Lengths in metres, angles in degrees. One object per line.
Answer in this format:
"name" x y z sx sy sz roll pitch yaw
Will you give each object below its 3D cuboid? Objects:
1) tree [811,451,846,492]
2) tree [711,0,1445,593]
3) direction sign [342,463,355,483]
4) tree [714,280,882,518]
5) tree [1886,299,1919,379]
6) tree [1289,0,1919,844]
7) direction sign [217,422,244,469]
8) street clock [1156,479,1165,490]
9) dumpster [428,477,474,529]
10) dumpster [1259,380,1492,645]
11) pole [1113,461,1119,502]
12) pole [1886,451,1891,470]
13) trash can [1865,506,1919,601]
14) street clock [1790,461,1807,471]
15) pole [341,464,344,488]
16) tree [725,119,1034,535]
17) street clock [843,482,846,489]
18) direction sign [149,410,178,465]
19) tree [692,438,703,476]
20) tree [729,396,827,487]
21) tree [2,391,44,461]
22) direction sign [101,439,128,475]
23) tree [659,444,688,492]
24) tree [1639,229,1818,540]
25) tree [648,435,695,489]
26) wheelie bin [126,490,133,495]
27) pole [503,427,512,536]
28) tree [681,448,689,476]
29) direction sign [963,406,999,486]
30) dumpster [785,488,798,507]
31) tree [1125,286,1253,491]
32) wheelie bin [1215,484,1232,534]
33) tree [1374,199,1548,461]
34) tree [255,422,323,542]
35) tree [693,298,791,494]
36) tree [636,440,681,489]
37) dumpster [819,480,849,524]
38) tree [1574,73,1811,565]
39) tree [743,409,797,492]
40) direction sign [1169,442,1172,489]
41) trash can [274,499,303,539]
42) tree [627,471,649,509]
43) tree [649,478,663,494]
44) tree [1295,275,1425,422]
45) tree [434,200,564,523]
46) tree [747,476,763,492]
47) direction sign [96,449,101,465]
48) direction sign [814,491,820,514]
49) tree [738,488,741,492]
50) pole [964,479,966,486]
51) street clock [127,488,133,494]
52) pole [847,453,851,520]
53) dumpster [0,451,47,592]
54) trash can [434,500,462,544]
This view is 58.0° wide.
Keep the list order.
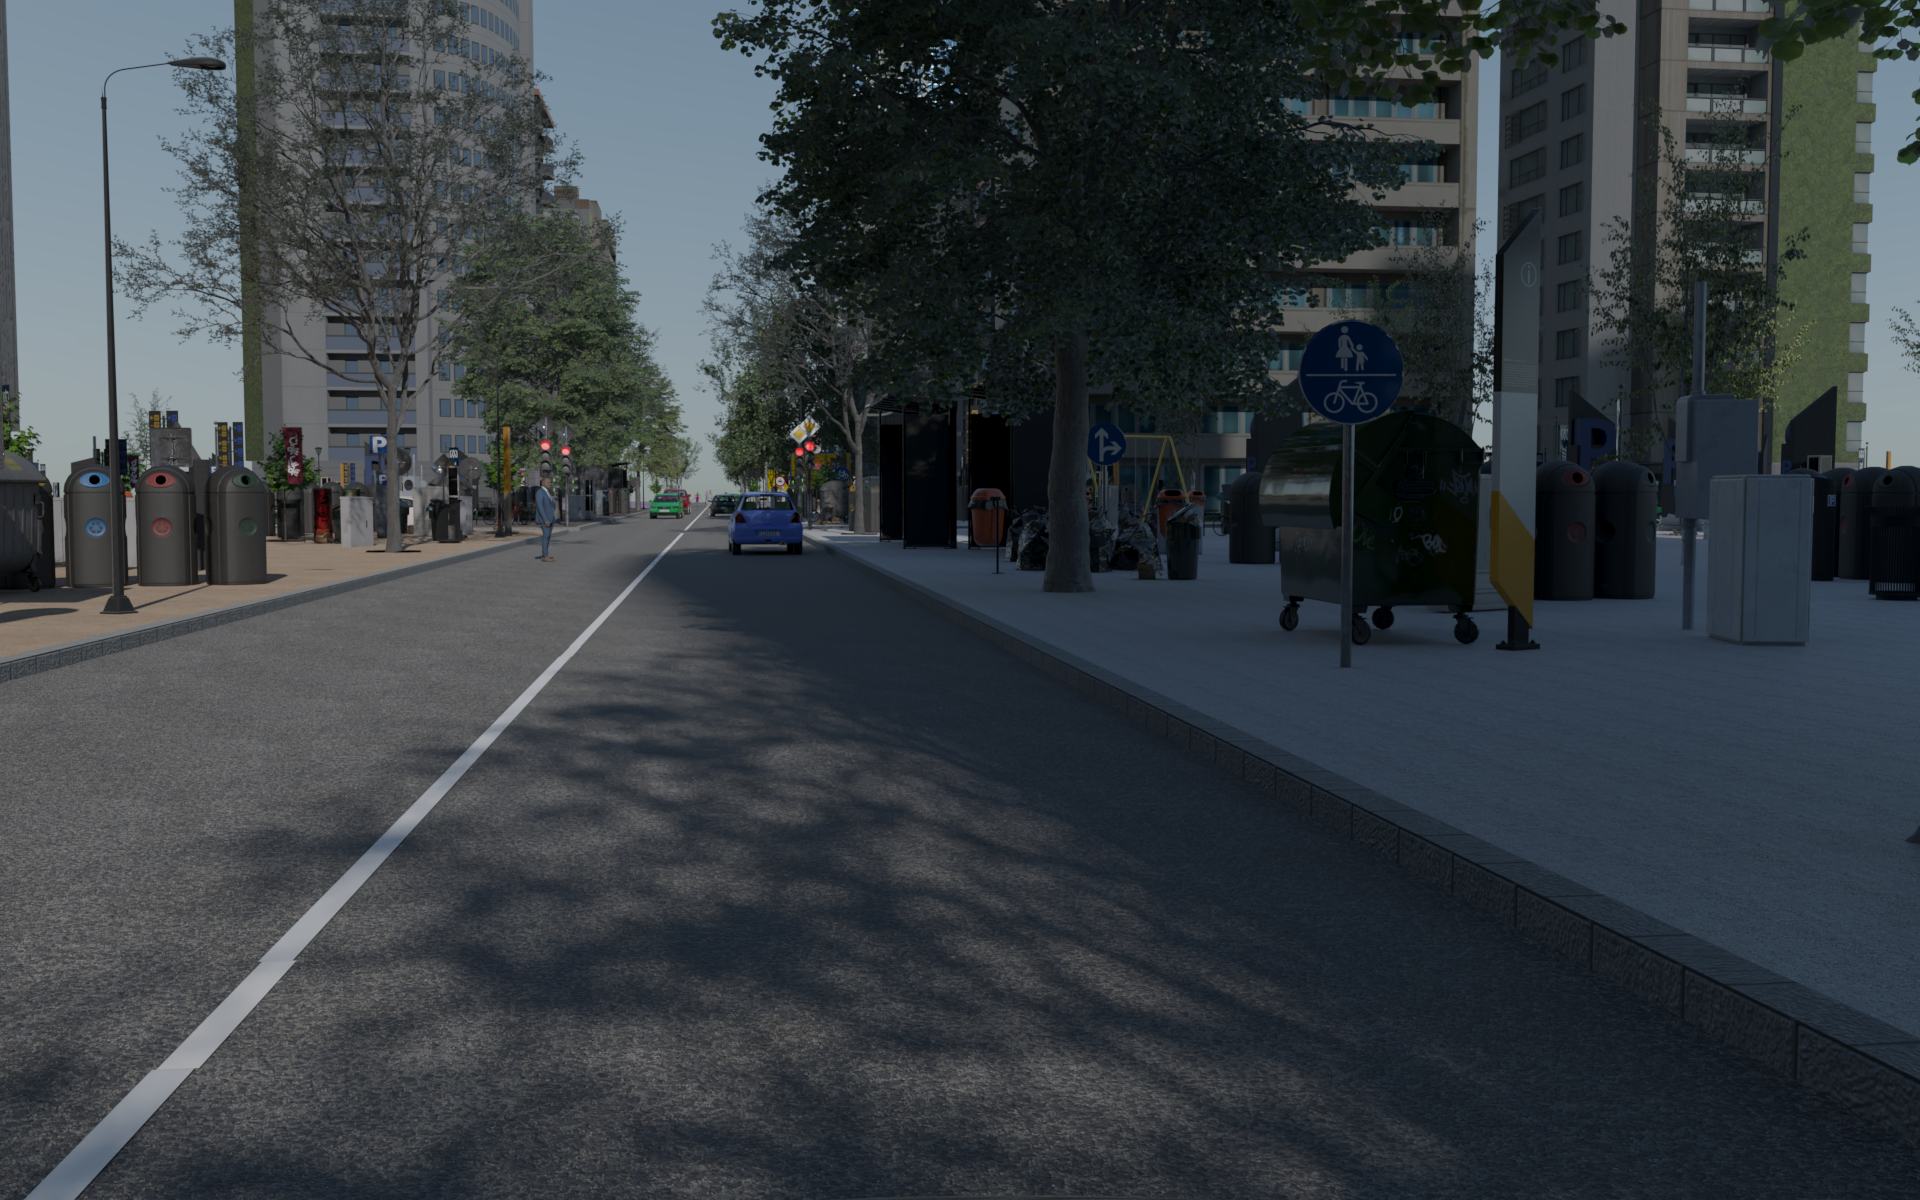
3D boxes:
"tree" -5.894 -5.077 77.615 1.663 3.219 1.824 0 3 0
"tree" 1.477 -7.089 22.554 9.857 13.997 8.962 0 3 0
"direction sign" -44.647 -8.233 126.599 0.876 3.537 0.379 -2 4 -28
"tree" -8.464 -10.758 92.895 9.611 12.733 9.660 0 3 0
"tree" 25.443 -5.637 42.535 4.360 8.622 3.978 0 3 0
"tree" 3.880 -5.397 6.365 7.486 12.596 7.792 0 3 0
"direction sign" -22.874 -3.815 54.378 0.876 3.537 0.379 1 4 11
"street clock" 9.369 -4.704 81.486 0.471 2.002 0.358 -1 4 -13
"dumpster" -16.450 -3.068 55.926 1.264 1.857 1.865 0 4 -8
"dumpster" 3.689 -0.794 15.469 1.502 2.255 1.985 0 4 -8
"pole" 5.751 -4.283 63.877 0.158 3.312 0.155 0 3 0
"pole" 44.159 -5.419 82.447 0.158 3.312 0.155 0 3 0
"trash can" 11.372 -0.571 20.994 0.748 1.137 0.748 0 3 0
"street clock" 18.386 -2.038 37.886 0.471 2.002 0.358 -2 4 -29
"pole" -41.711 -7.532 116.985 0.158 3.312 0.155 0 3 0
"tree" -3.231 -8.790 54.079 12.009 13.543 11.850 0 3 0
"street clock" -5.746 -4.957 85.618 0.358 2.002 0.471 0 4 -8
"direction sign" -21.594 -3.367 47.053 0.876 3.537 0.379 1 4 11
"tree" -48.747 -22.928 300.620 9.928 11.665 9.643 0 3 0
"tree" -14.600 -12.428 137.609 8.767 10.594 7.601 -2 4 -27
"tree" -15.647 -2.027 27.746 1.663 3.219 1.824 0 3 0
"direction sign" -34.604 -4.838 71.101 0.876 3.537 0.379 0 4 -1
"tree" -43.120 -19.048 261.793 4.360 8.622 3.978 0 3 0
"tree" 21.120 -5.983 48.188 4.737 8.622 4.395 0 3 0
"tree" -41.902 -19.309 250.116 7.601 10.594 8.767 -1 4 -9
"wheelie bin" -61.531 -7.339 127.908 0.693 1.594 0.980 0 4 2
"pole" -13.770 -3.600 52.703 0.158 3.312 0.155 0 3 0
"tree" -36.492 -16.354 217.750 4.737 8.622 4.395 0 3 0
"direction sign" 0.585 -3.208 44.441 0.876 3.537 0.379 0 4 -1
"dumpster" -9.626 -5.897 102.180 1.264 1.857 1.865 0 4 -8
"tree" 7.598 -6.589 58.099 4.360 8.622 3.978 0 3 0
"wheelie bin" 8.648 -2.906 55.420 0.980 1.594 0.693 0 4 -5
"tree" 12.263 -5.679 43.214 4.360 8.622 3.978 0 3 0
"tree" -18.194 -3.181 46.615 1.663 3.219 1.824 0 3 0
"tree" -19.778 -19.147 168.938 12.611 20.169 13.585 0 3 0
"tree" -35.900 -15.500 203.786 4.737 8.622 4.395 0 3 0
"dumpster" -5.370 -4.205 74.508 1.264 1.857 1.865 0 4 -8
"tree" 13.169 -4.948 31.267 4.360 8.622 3.978 0 3 0
"tree" -13.114 -10.975 129.807 4.360 8.622 3.978 0 3 0
"direction sign" 9.097 -5.065 74.803 0.379 3.537 0.876 0 4 0
"trash can" -18.722 -2.243 48.326 0.748 1.137 0.748 0 3 0
"tree" -27.933 -9.361 147.649 1.663 3.219 1.824 0 3 0
"tree" -32.466 -11.678 185.543 1.663 3.219 1.824 0 3 0
"tree" 13.369 -6.551 57.468 4.737 8.622 4.395 0 3 0
"tree" -17.695 -10.312 75.248 9.857 13.997 8.962 0 3 0
"tree" -22.184 -11.697 185.846 1.663 3.219 1.824 0 3 0
"direction sign" -42.718 -5.769 86.325 0.379 3.537 0.876 3 5 42
"direction sign" -10.570 -8.147 125.195 0.876 3.537 0.379 3 5 41
"tree" -36.903 -21.355 299.518 4.360 8.622 3.978 0 3 0
"pole" 0.246 -6.318 97.136 0.158 3.312 0.155 0 3 0
"street clock" -54.307 -6.646 113.225 0.471 2.002 0.358 -3 4 -36
"pole" -5.555 -5.668 86.515 0.158 3.312 0.155 0 3 0
"dumpster" -12.510 -0.984 21.844 1.264 1.857 1.865 0 4 -8
"trash can" -13.315 -2.043 45.059 0.748 1.137 0.748 0 3 0
